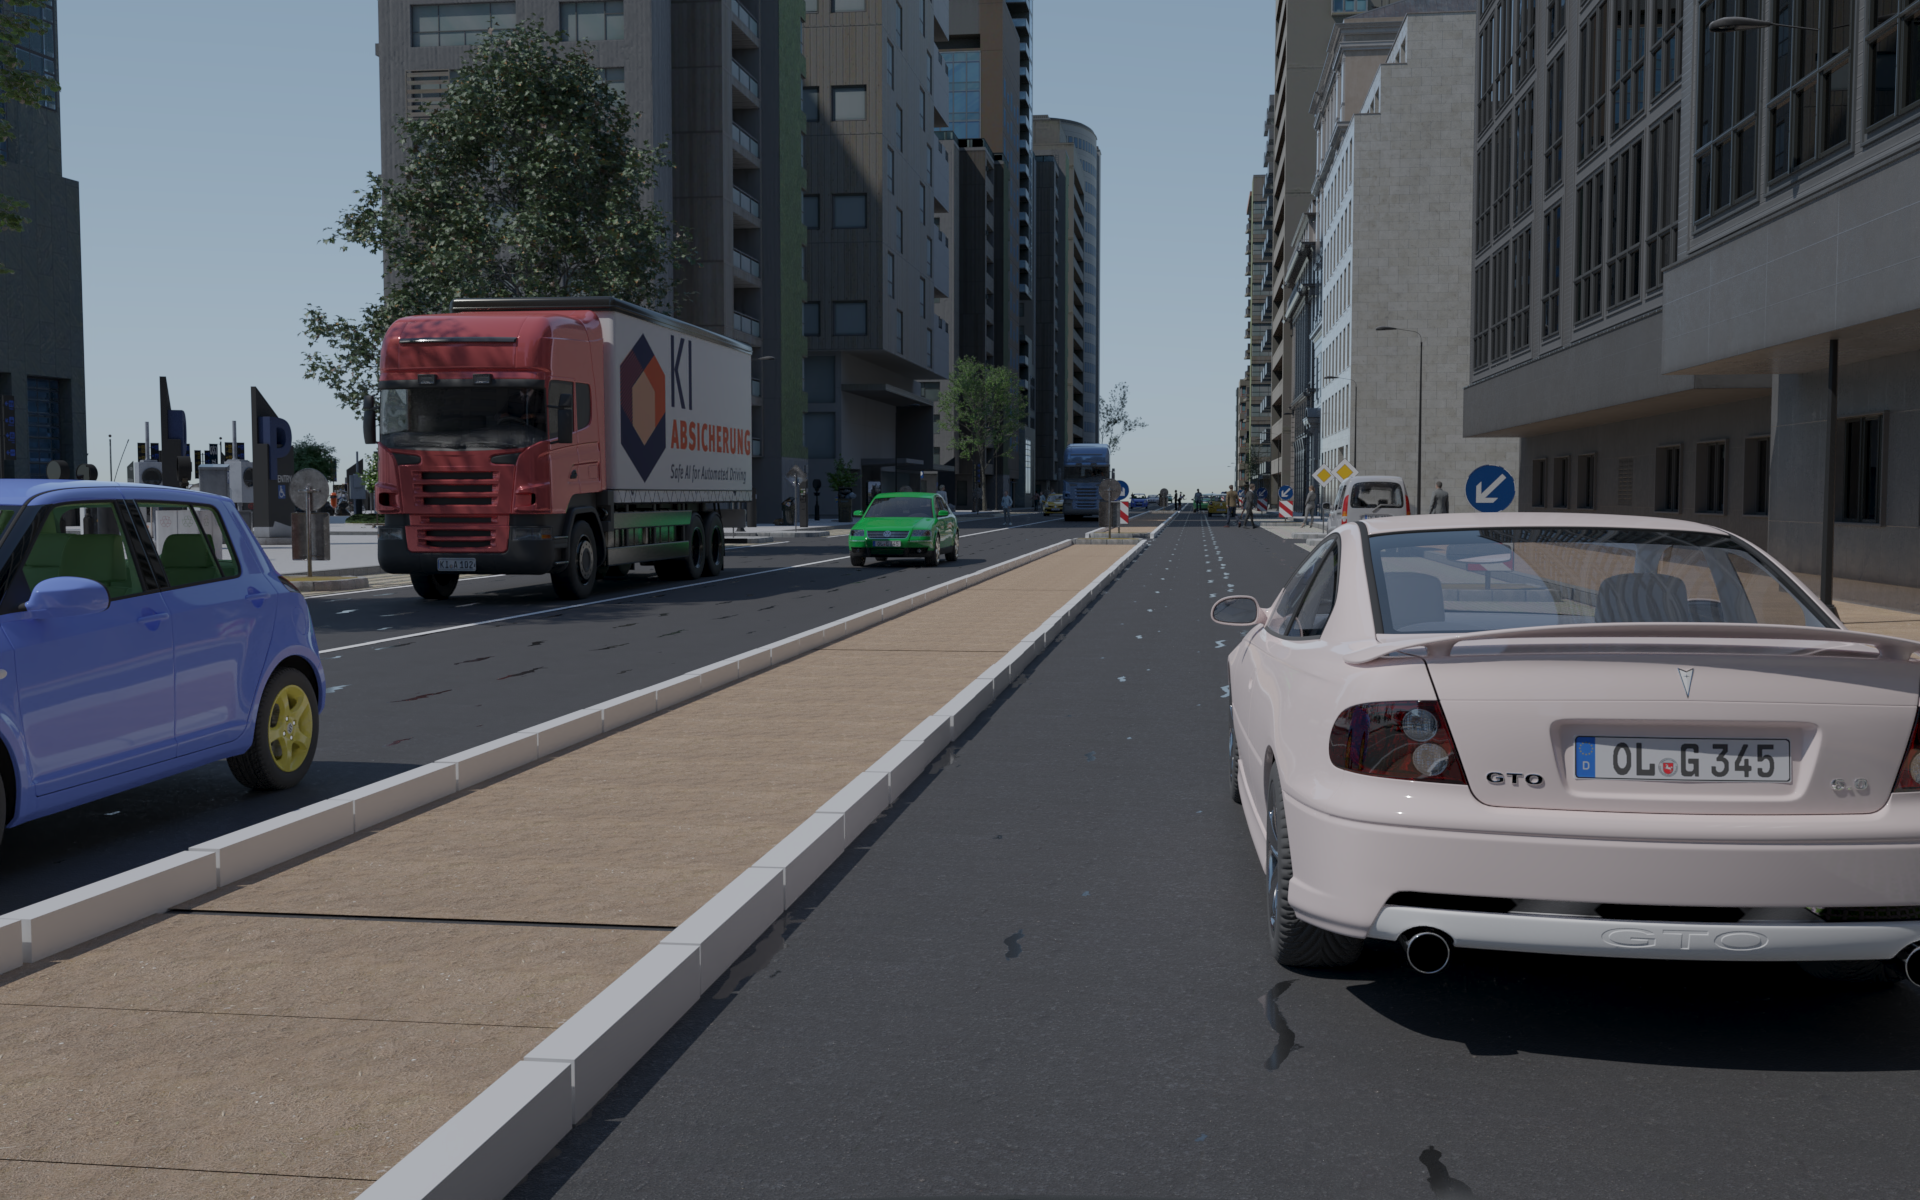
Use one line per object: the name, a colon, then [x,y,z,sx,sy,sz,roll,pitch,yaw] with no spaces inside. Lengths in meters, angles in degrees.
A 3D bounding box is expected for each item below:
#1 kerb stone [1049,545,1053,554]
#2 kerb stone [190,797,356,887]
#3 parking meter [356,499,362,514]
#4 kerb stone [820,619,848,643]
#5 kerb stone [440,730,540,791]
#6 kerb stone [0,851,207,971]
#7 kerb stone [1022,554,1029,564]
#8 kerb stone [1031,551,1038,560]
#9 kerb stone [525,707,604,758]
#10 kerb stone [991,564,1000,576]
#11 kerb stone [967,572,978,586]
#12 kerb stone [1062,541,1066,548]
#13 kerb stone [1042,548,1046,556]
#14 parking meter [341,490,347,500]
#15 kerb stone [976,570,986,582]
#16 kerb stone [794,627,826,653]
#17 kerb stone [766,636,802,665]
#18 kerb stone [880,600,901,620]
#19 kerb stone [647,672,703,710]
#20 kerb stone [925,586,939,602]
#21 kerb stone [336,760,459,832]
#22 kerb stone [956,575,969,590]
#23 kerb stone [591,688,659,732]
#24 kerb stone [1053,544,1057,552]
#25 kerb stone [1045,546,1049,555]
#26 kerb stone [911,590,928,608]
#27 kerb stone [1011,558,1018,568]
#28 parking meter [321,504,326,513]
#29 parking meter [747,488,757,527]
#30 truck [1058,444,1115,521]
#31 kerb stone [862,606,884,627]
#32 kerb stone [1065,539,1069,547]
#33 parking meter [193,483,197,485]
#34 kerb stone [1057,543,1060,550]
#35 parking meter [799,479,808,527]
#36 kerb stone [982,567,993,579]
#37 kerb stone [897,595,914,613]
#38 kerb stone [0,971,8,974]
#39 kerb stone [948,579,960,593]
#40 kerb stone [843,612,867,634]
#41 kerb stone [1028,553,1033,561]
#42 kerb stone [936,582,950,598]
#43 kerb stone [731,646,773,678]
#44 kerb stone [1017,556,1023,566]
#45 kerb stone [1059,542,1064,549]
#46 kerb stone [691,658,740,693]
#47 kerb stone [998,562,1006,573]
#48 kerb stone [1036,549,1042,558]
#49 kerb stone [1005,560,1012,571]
kerb stone: [2.065,-1.167,41.329,0.120,0.150,1.000,0,4,8]
kerb stone: [-2.668,0.944,6.767,0.120,0.150,1.000,0,4,8]
parking meter: [-29.903,-4.749,86.064,0.372,1.533,0.369,0,3,0]
kerb stone: [-1.279,0.324,16.912,0.120,0.150,1.000,0,4,8]
kerb stone: [-2.394,0.820,8.801,0.120,0.150,1.000,0,4,8]
kerb stone: [-2.807,1.012,5.754,0.120,0.150,1.000,0,4,8]
kerb stone: [1.234,-0.797,35.228,0.120,0.150,1.000,0,4,8]
kerb stone: [1.510,-0.919,37.254,0.120,0.150,1.000,0,4,8]
kerb stone: [-2.259,0.757,9.817,0.120,0.150,1.000,0,4,8]
kerb stone: [0.529,-0.485,30.132,0.120,0.150,1.000,0,4,8]
kerb stone: [0.116,-0.298,27.073,0.120,0.150,1.000,0,4,8]
kerb stone: [2.628,-1.415,45.398,0.120,0.150,1.000,0,4,8]
kerb stone: [1.788,-1.046,39.303,0.120,0.150,1.000,0,4,8]
parking meter: [-40.999,-6.541,115.362,0.372,1.533,0.369,0,3,0]
kerb stone: [0.253,-0.352,28.087,0.120,0.150,1.000,0,4,8]
kerb stone: [-1.418,0.385,15.897,0.120,0.150,1.000,0,4,8]
kerb stone: [-1.554,0.447,14.884,0.120,0.150,1.000,0,4,8]
kerb stone: [-0.856,0.137,19.960,0.120,0.150,1.000,0,4,8]
kerb stone: [-1.973,0.637,11.842,0.120,0.150,1.000,0,4,8]
kerb stone: [-0.440,-0.050,23.015,0.120,0.150,1.000,0,4,8]
kerb stone: [-2.534,0.884,7.780,0.120,0.150,1.000,0,4,8]
kerb stone: [-0.031,-0.236,26.059,0.120,0.150,1.000,0,4,8]
kerb stone: [-2.114,0.695,10.829,0.120,0.150,1.000,0,4,8]
kerb stone: [2.215,-1.233,42.349,0.120,0.150,1.000,0,4,8]
kerb stone: [1.922,-1.108,40.317,0.120,0.150,1.000,0,4,8]
kerb stone: [-0.581,0.012,21.994,0.120,0.150,1.000,0,4,8]
kerb stone: [0.951,-0.673,33.193,0.120,0.150,1.000,0,4,8]
parking meter: [-28.082,-4.312,76.209,0.255,1.863,0.399,-2,4,-26]
parking meter: [-8.036,-3.572,66.818,0.372,1.533,0.369,0,3,0]
truck: [7.462,-6.652,98.521,2.967,4.110,18.799,0,4,6]
kerb stone: [-1.004,0.199,18.945,0.120,0.150,1.000,0,4,8]
kerb stone: [2.765,-1.481,46.411,0.120,0.150,1.000,0,4,8]
parking meter: [-39.567,-5.141,89.761,0.399,1.863,0.255,0,4,-1]
kerb stone: [2.343,-1.295,43.373,0.120,0.150,1.000,0,4,8]
parking meter: [-6.002,-3.722,66.565,0.255,1.863,0.399,1,4,9]
kerb stone: [0.390,-0.423,29.111,0.120,0.150,1.000,0,4,8]
kerb stone: [-0.724,0.075,20.974,0.120,0.150,1.000,0,4,8]
kerb stone: [-2.955,1.068,4.736,0.120,0.150,1.000,0,4,8]
kerb stone: [-0.165,-0.174,25.041,0.120,0.150,1.000,0,4,8]
kerb stone: [-1.138,0.261,17.931,0.120,0.150,1.000,0,4,8]
kerb stone: [1.363,-0.859,36.242,0.120,0.150,1.000,0,4,8]
kerb stone: [-0.309,-0.112,24.029,0.120,0.150,1.000,0,4,8]
kerb stone: [-1.698,0.509,13.869,0.120,0.150,1.000,0,4,8]
kerb stone: [1.093,-0.735,34.206,0.120,0.150,1.000,0,4,8]
kerb stone: [2.492,-1.355,44.384,0.120,0.150,1.000,0,4,8]
kerb stone: [-1.838,0.572,12.855,0.120,0.150,1.000,0,4,8]
kerb stone: [0.670,-0.548,31.147,0.120,0.150,1.000,0,4,8]
kerb stone: [1.647,-0.983,38.274,0.120,0.150,1.000,0,4,8]
kerb stone: [0.811,-0.610,32.169,0.120,0.150,1.000,0,4,8]
